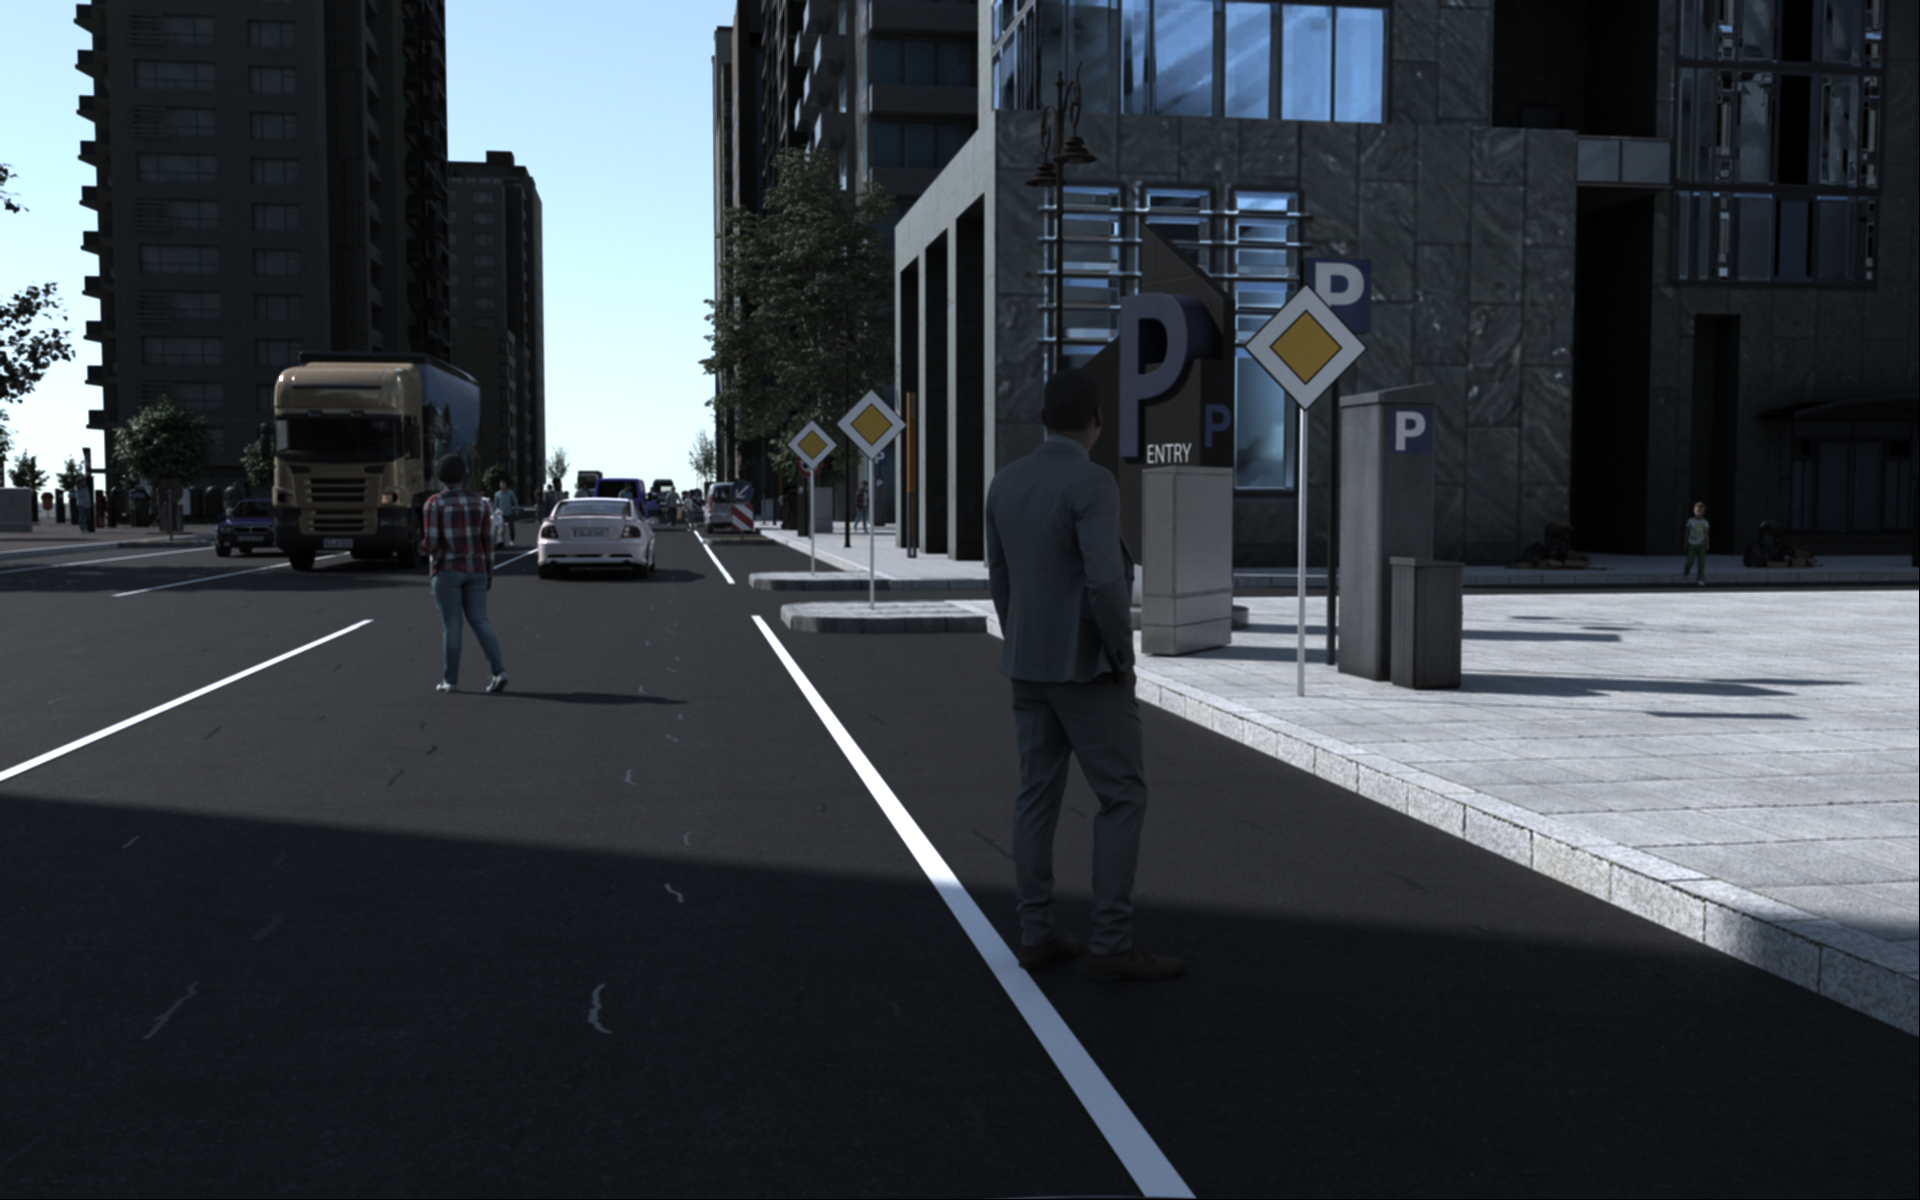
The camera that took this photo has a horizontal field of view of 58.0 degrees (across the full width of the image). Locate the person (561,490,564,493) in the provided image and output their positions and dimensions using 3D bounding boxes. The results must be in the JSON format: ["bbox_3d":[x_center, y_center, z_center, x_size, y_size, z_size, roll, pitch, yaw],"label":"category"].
[{"bbox_3d":[-17.028,-4.025,74.159,0.795,1.843,0.661,0,4,6],"label":"person"}]

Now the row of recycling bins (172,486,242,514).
[{"bbox_3d":[-38.557,-4.975,88.460,3.534,1.692,1.069,-2,4,-24],"label":"row of recycling bins"}]

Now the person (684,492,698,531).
[{"bbox_3d":[-10.461,-3.431,67.200,0.523,1.515,0.503,0,4,6],"label":"person"}]

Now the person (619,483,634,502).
[{"bbox_3d":[-11.973,-3.291,62.162,0.638,1.841,0.748,-2,4,-24],"label":"person"}]

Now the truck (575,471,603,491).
[{"bbox_3d":[-45.251,-13.627,211.711,2.839,4.237,11.283,-1,4,-8],"label":"truck"}]

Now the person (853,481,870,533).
[{"bbox_3d":[-3.249,-3.111,57.754,0.563,1.720,0.643,-3,5,-41],"label":"person"}]

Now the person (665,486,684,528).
[{"bbox_3d":[-12.111,-3.948,73.541,0.782,1.767,0.515,-2,4,-24],"label":"person"}]

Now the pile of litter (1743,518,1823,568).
[{"bbox_3d":[14.535,-1.010,30.473,1.719,0.858,1.176,-1,4,-18],"label":"pile of litter"}]

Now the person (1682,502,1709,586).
[{"bbox_3d":[11.553,-0.884,27.197,0.306,1.304,0.590,0,4,-2],"label":"person"}]

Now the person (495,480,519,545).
[{"bbox_3d":[-12.655,-2.437,48.369,0.660,1.820,0.620,-1,4,-10],"label":"person"}]

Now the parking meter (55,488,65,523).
[{"bbox_3d":[-39.907,-4.184,76.817,0.372,1.533,0.369,0,3,0],"label":"parking meter"}]

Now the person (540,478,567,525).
[{"bbox_3d":[-8.903,-1.800,38.202,0.850,1.792,0.678,3,5,43],"label":"person"}]

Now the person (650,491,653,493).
[{"bbox_3d":[-27.330,-8.829,153.515,0.621,1.740,0.551,0,4,-2],"label":"person"}]

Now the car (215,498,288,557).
[{"bbox_3d":[-16.438,-1.741,41.052,1.945,1.354,3.894,-1,4,-11],"label":"car"}]

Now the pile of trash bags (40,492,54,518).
[{"bbox_3d":[-49.555,-4.972,91.043,3.447,1.369,1.912,-2,4,-26],"label":"pile of trash bags"}]

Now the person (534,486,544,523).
[{"bbox_3d":[-20.916,-4.742,86.011,0.580,1.828,0.573,2,4,30],"label":"person"}]

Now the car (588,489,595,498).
[{"bbox_3d":[-28.199,-7.603,132.986,2.281,1.827,5.304,-1,4,-9],"label":"car"}]

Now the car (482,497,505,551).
[{"bbox_3d":[-12.941,-2.008,45.193,2.083,1.381,4.827,-1,4,-11],"label":"car"}]

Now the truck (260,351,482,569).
[{"bbox_3d":[-12.073,-2.910,36.499,2.839,4.237,11.283,0,4,-8],"label":"truck"}]

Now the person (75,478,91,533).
[{"bbox_3d":[-28.612,-3.070,56.500,0.793,1.790,0.793,-1,4,-22],"label":"person"}]

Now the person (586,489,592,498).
[{"bbox_3d":[-22.558,-5.823,104.522,0.721,1.723,1.217,1,4,23],"label":"person"}]

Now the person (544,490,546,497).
[{"bbox_3d":[-55.492,-13.816,231.940,0.705,1.824,1.348,1,4,20],"label":"person"}]

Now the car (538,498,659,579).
[{"bbox_3d":[-6.413,-1.126,30.779,2.083,1.381,4.827,0,4,-8],"label":"car"}]

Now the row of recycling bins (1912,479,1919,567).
[{"bbox_3d":[18.556,-1.429,30.476,3.534,1.692,1.069,0,4,-3],"label":"row of recycling bins"}]

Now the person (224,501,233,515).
[{"bbox_3d":[-22.071,-2.381,52.447,0.382,1.210,0.505,-3,5,-44],"label":"person"}]

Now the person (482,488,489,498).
[{"bbox_3d":[-45.396,-9.743,165.271,1.348,1.831,0.705,3,5,43],"label":"person"}]

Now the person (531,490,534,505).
[{"bbox_3d":[-48.671,-11.655,197.160,0.434,1.755,0.990,-2,4,-24],"label":"person"}]

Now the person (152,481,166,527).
[{"bbox_3d":[-30.866,-3.712,66.836,0.778,1.811,0.616,0,4,4],"label":"person"}]

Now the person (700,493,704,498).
[{"bbox_3d":[-34.904,-13.846,233.132,1.217,1.736,0.721,3,5,40],"label":"person"}]

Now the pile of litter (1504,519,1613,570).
[{"bbox_3d":[10.264,-0.959,29.644,1.719,0.858,1.176,2,4,33],"label":"pile of litter"}]

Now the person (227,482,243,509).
[{"bbox_3d":[-32.630,-4.389,77.979,0.661,1.801,0.590,-1,4,-23],"label":"person"}]

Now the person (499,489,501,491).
[{"bbox_3d":[-32.908,-7.021,123.736,0.568,1.767,0.683,0,4,1],"label":"person"}]

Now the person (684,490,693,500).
[{"bbox_3d":[-22.415,-8.269,144.412,1.217,1.735,0.721,-2,4,-25],"label":"person"}]

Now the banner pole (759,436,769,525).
[{"bbox_3d":[-8.274,-5.073,72.959,0.401,3.779,0.863,-1,4,-9],"label":"banner pole"}]

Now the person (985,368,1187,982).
[{"bbox_3d":[0.330,0.207,5.209,0.635,1.810,0.391,3,5,45],"label":"person"}]

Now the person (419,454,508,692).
[{"bbox_3d":[-3.607,-0.194,12.515,0.563,1.720,0.643,-3,5,-45],"label":"person"}]

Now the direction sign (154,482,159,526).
[{"bbox_3d":[-32.241,-4.736,69.436,0.876,3.537,0.379,-2,4,-25],"label":"direction sign"}]

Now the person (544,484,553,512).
[{"bbox_3d":[-16.464,-3.739,69.654,0.581,1.822,0.654,0,4,7],"label":"person"}]

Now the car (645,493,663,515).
[{"bbox_3d":[-21.986,-6.902,122.431,1.945,1.707,3.694,-1,4,-9],"label":"car"}]

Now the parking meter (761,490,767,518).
[{"bbox_3d":[-10.699,-5.269,94.559,0.372,1.533,0.369,0,3,0],"label":"parking meter"}]

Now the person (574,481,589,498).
[{"bbox_3d":[-11.752,-2.772,53.674,0.795,1.843,0.661,2,4,32],"label":"person"}]
